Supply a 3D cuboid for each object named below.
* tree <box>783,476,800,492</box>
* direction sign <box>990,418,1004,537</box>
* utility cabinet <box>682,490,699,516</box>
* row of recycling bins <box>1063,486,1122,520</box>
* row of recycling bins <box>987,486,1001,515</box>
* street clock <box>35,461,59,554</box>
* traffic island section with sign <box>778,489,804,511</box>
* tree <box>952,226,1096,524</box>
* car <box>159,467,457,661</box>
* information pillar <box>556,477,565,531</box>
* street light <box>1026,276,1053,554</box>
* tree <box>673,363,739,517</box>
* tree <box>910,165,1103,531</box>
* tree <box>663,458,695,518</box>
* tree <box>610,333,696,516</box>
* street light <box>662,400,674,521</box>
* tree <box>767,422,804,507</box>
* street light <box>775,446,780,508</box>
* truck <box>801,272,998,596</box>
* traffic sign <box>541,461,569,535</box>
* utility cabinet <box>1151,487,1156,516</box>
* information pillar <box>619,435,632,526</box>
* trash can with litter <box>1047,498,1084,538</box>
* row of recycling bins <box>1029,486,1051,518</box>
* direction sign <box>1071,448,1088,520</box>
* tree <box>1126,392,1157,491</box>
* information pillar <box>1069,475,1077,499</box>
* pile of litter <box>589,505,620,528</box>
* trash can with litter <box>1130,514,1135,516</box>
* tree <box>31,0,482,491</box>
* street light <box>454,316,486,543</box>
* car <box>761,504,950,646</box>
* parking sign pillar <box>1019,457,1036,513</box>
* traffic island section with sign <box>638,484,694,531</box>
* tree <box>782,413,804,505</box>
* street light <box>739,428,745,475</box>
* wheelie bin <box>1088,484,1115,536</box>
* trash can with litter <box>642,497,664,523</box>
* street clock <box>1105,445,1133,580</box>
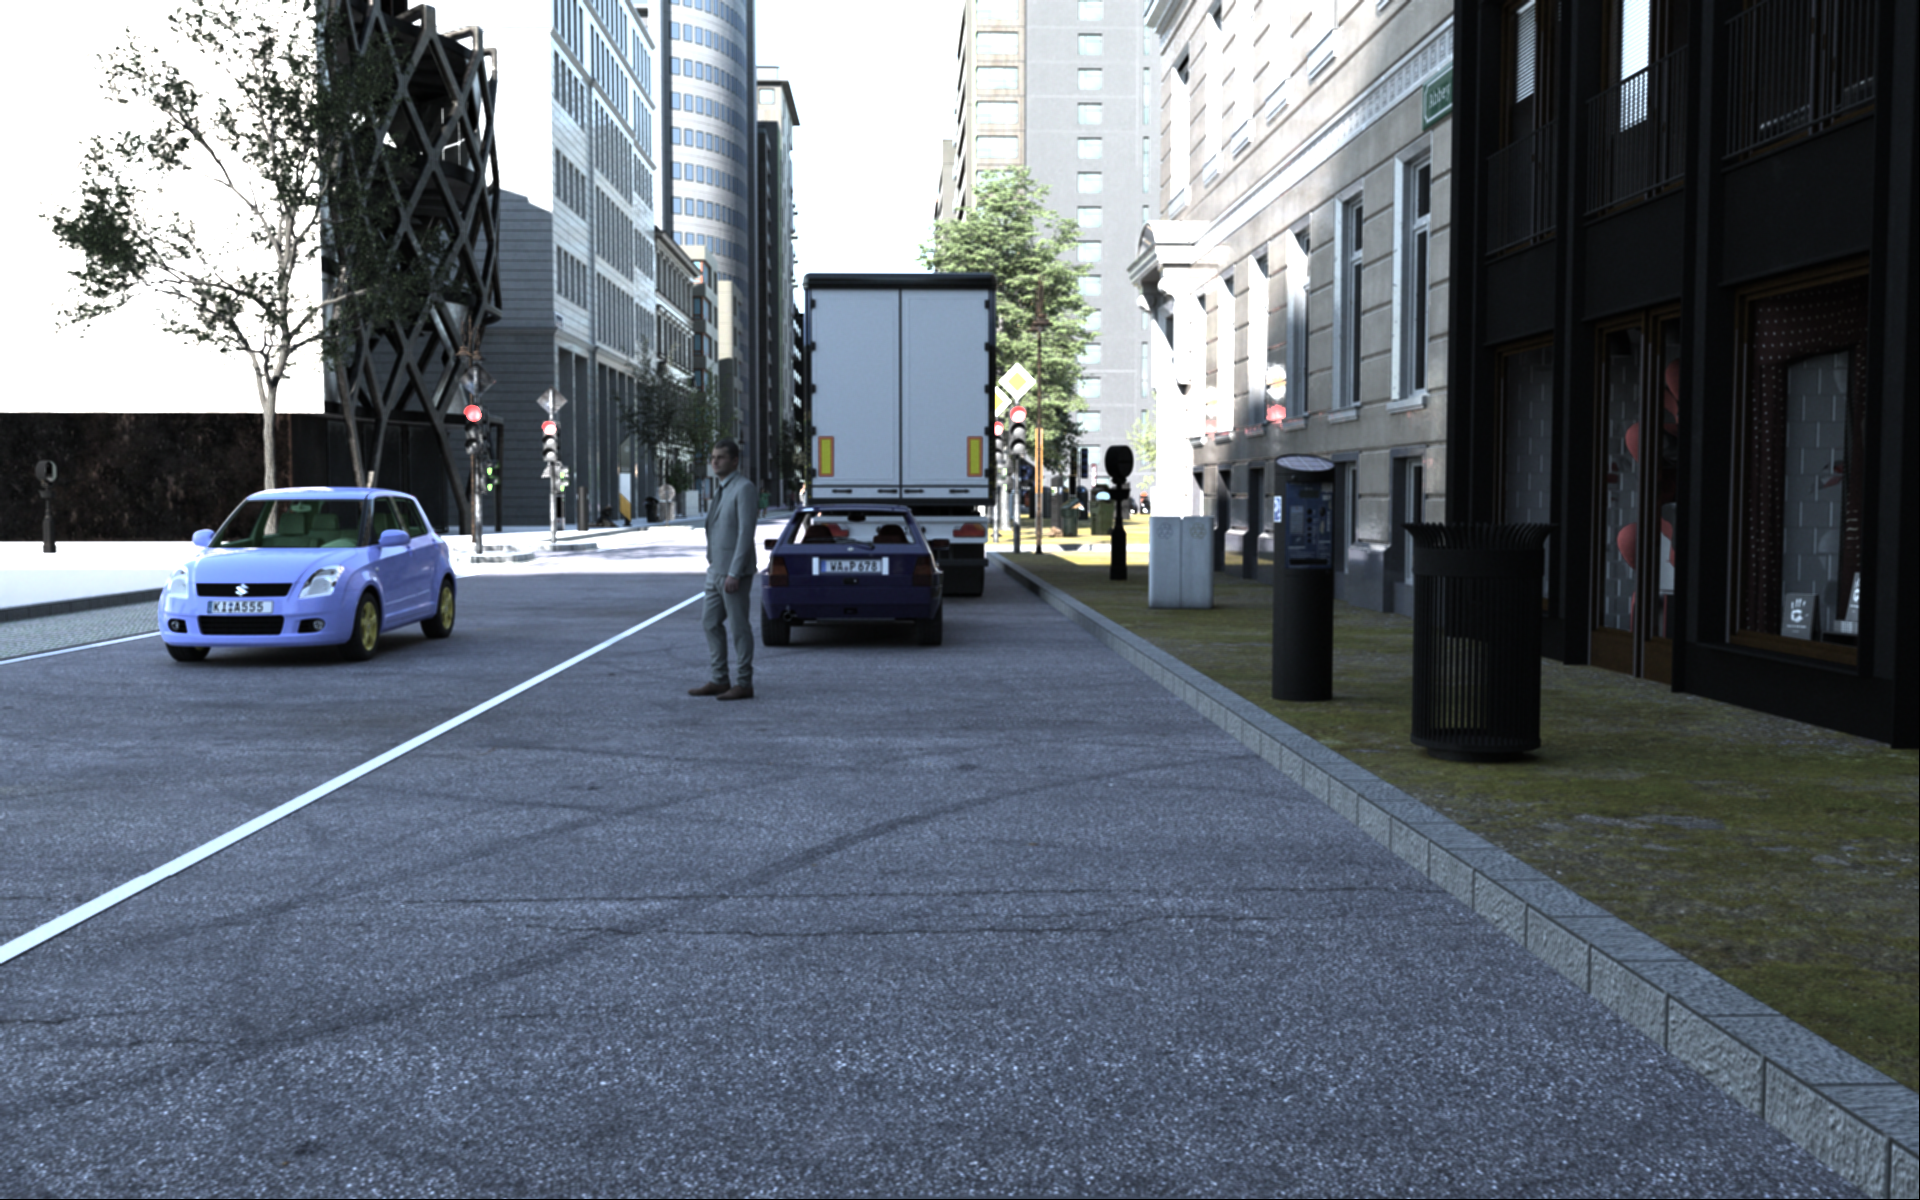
[{"bbox_3d":[-18.051,-11.579,183.915,1.663,3.219,1.824,0,3,0],"label":"tree"},{"bbox_3d":[1.089,-3.663,51.888,0.379,3.537,0.876,-2,4,-26],"label":"direction sign"},{"bbox_3d":[-15.630,-5.605,100.318,0.318,1.500,1.173,2,4,31],"label":"utility cabinet"},{"bbox_3d":[6.448,-4.868,86.703,3.534,1.692,1.069,0,4,1],"label":"row of recycling bins"},{"bbox_3d":[1.815,-4.776,85.205,1.069,1.692,3.534,0,4,1],"label":"row of recycling bins"},{"bbox_3d":[-19.693,-2.008,37.405,0.358,2.002,0.471,0,4,8],"label":"street clock"},{"bbox_3d":[-14.205,-8.331,144.846,1.989,1.847,2.006,0,4,-2],"label":"traffic island section with sign"},{"bbox_3d":[1.344,-9.601,73.987,9.611,12.733,9.660,0,3,0],"label":"tree"},{"bbox_3d":[-5.927,-0.391,15.988,1.945,1.707,3.694,0,4,-1],"label":"car"},{"bbox_3d":[-13.965,-3.418,60.370,0.304,2.012,0.304,0,4,2],"label":"information pillar"},{"bbox_3d":[1.689,-3.923,36.927,0.468,5.910,1.993,0,4,-2],"label":"street light"},{"bbox_3d":[-14.592,-9.026,97.935,4.737,8.622,4.395,0,3,0],"label":"tree"},{"bbox_3d":[1.335,-8.689,60.200,7.486,12.596,7.792,0,3,0],"label":"tree"},{"bbox_3d":[-15.054,-6.019,93.012,1.663,3.219,1.824,0,3,0],"label":"tree"},{"bbox_3d":[-13.819,-7.862,78.899,4.360,8.622,3.978,0,3,0],"label":"tree"},{"bbox_3d":[-13.965,-6.719,82.637,0.468,5.910,1.993,0,4,-2],"label":"street light"},{"bbox_3d":[-17.597,-13.825,176.404,4.360,8.622,3.978,0,3,0],"label":"tree"},{"bbox_3d":[-16.749,-11.418,159.464,0.468,5.910,1.993,0,4,-2],"label":"street light"},{"bbox_3d":[-0.931,-2.363,27.544,2.839,4.237,11.283,0,4,-2],"label":"truck"},{"bbox_3d":[-12.747,-3.336,54.554,0.884,2.594,0.081,0,4,-2],"label":"traffic sign"},{"bbox_3d":[6.449,-2.785,54.216,0.318,1.500,1.173,-2,4,-32],"label":"utility cabinet"},{"bbox_3d":[-13.316,-4.742,68.885,0.504,3.616,0.183,-3,5,-44],"label":"information pillar"},{"bbox_3d":[3.113,-2.440,51.276,1.055,1.170,0.624,-3,4,-39],"label":"trash can with litter"},{"bbox_3d":[4.418,-5.270,93.279,1.069,1.692,3.534,1,4,12],"label":"row of recycling bins"},{"bbox_3d":[5.892,-5.729,85.664,0.876,3.537,0.379,1,4,19],"label":"direction sign"},{"bbox_3d":[13.617,-10.259,118.094,4.737,8.622,4.395,0,3,0],"label":"tree"},{"bbox_3d":[4.329,-3.801,66.636,0.304,2.012,0.304,0,4,2],"label":"information pillar"},{"bbox_3d":[-13.811,-3.236,66.870,1.176,0.858,1.719,-3,4,-36],"label":"pile of litter"},{"bbox_3d":[9.151,-5.511,101.158,2.233,1.210,1.678,0,4,1],"label":"trash can with litter"},{"bbox_3d":[-12.182,-5.831,29.754,8.767,10.594,7.601,1,4,17],"label":"tree"},{"bbox_3d":[-12.676,-4.416,44.991,0.468,5.910,1.993,0,4,-2],"label":"street light"},{"bbox_3d":[-1.064,-0.315,17.735,1.945,1.354,3.894,0,4,-2],"label":"car"},{"bbox_3d":[4.413,-7.847,116.771,1.447,3.967,1.447,1,4,20],"label":"parking sign pillar"},{"bbox_3d":[-11.404,-3.595,67.400,1.989,1.847,2.006,0,4,-2],"label":"traffic island section with sign"},{"bbox_3d":[-18.419,-16.083,197.362,8.767,10.594,7.601,0,4,-3],"label":"tree"},{"bbox_3d":[-15.305,-9.096,121.503,0.468,5.910,1.993,0,4,-2],"label":"street light"},{"bbox_3d":[4.397,-2.799,53.677,0.693,1.594,0.980,-2,4,-29],"label":"wheelie bin"},{"bbox_3d":[-13.744,-4.055,77.691,0.624,1.170,1.055,1,4,19],"label":"trash can with litter"},{"bbox_3d":[2.376,-1.304,25.897,0.358,2.002,0.471,2,4,35],"label":"street clock"}]
